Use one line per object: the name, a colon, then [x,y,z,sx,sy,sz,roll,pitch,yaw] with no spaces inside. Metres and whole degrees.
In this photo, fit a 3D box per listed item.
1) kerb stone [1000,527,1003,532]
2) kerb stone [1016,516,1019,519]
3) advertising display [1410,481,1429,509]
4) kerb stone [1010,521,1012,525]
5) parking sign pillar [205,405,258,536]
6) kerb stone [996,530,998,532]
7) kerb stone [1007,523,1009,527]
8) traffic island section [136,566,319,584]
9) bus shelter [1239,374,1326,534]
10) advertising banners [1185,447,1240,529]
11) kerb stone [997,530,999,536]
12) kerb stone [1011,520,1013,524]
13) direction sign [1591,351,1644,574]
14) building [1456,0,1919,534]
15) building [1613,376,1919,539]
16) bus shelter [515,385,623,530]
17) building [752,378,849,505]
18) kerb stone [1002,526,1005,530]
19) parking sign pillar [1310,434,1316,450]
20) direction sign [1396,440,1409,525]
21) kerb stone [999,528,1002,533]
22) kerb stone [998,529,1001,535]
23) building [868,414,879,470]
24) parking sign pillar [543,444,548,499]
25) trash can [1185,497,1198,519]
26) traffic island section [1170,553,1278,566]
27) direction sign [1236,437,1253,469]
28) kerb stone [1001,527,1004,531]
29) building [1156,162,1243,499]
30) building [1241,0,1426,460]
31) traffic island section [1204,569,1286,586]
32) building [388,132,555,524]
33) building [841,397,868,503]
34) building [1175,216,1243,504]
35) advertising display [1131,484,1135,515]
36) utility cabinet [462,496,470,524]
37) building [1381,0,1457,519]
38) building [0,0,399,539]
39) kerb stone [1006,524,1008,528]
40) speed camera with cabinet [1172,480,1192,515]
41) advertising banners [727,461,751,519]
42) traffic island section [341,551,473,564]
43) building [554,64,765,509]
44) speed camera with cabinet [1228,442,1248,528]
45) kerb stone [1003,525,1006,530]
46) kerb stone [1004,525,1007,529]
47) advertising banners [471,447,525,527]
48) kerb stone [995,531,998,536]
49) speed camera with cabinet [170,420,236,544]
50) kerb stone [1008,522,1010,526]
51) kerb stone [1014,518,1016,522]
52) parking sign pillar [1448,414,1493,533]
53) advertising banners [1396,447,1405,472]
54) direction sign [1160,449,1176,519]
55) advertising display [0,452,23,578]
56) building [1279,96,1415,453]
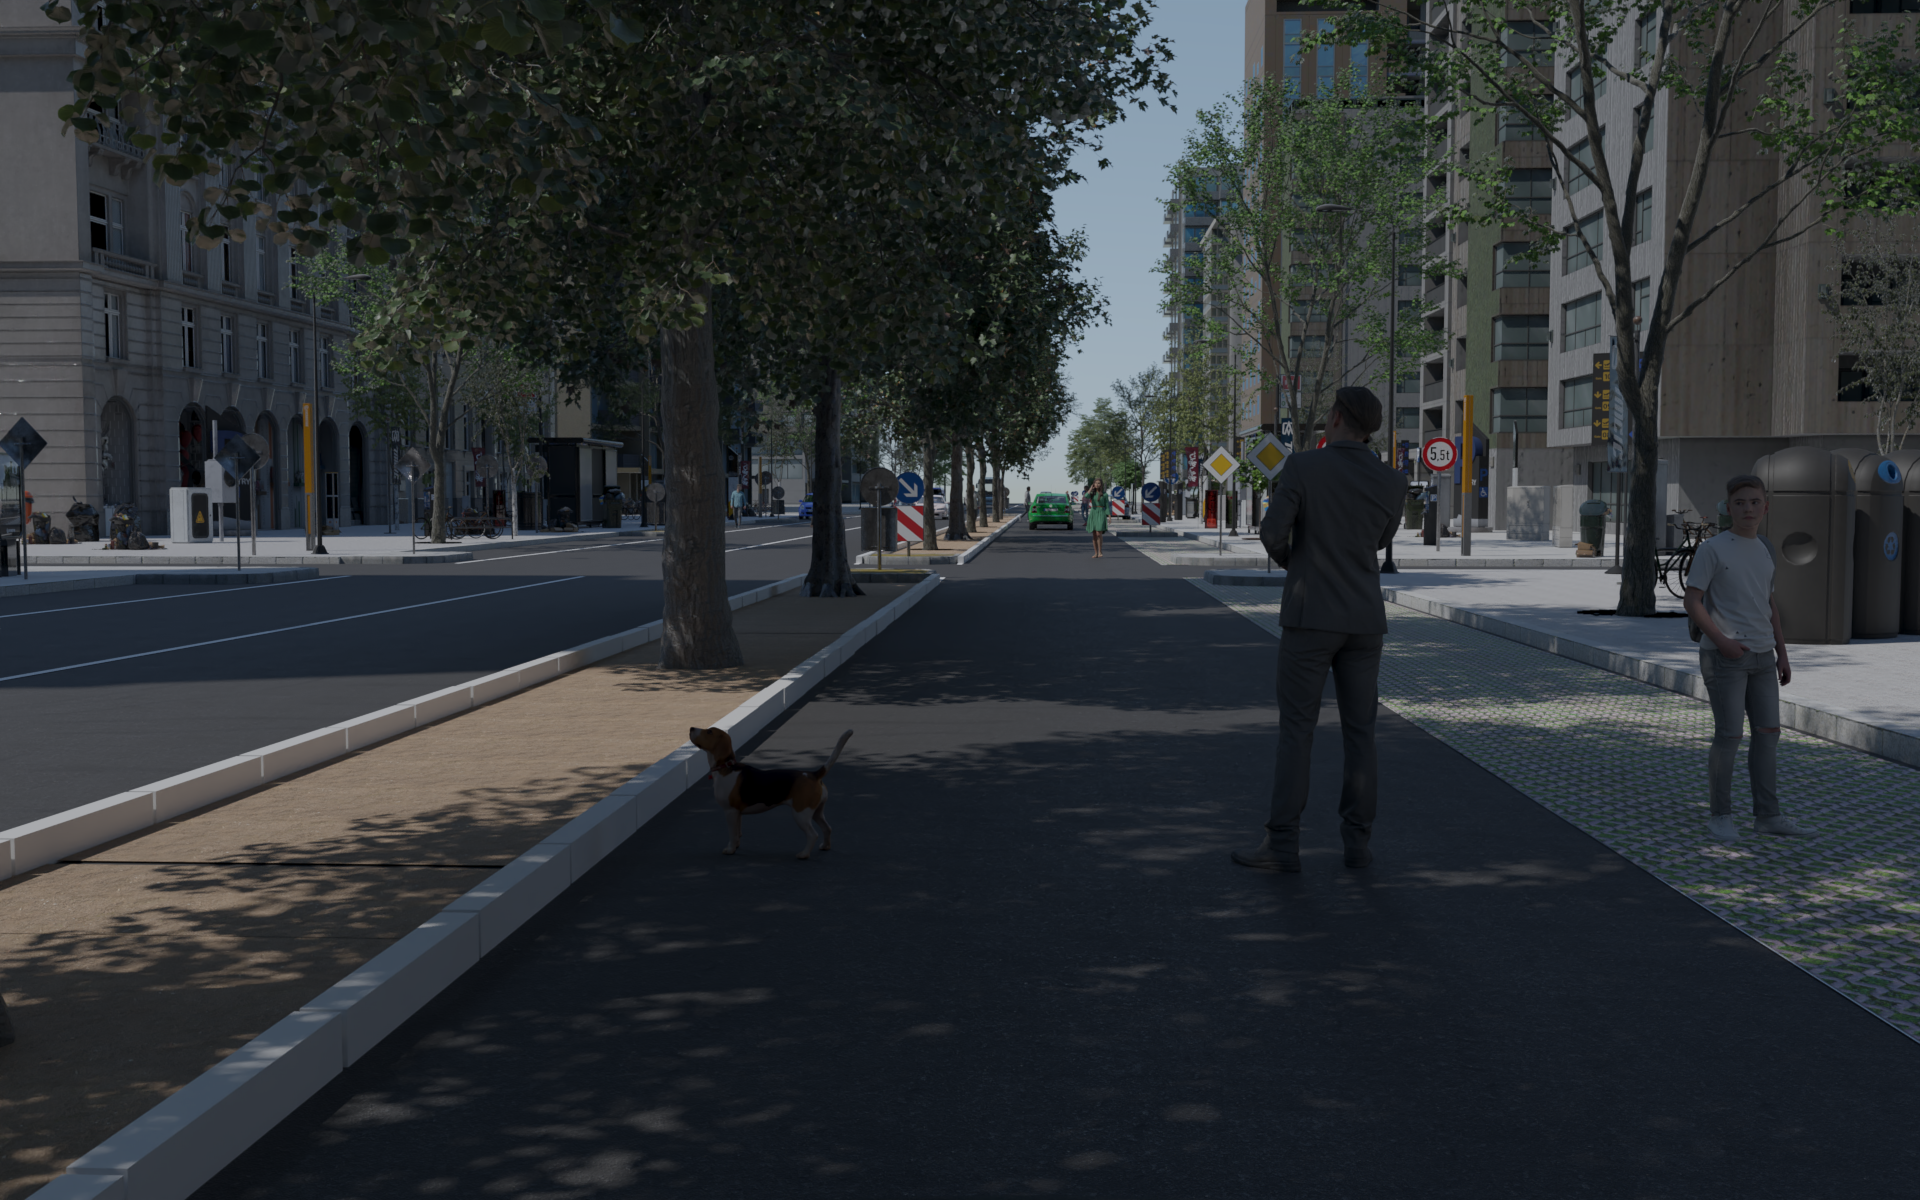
kerb stone: [1.363,-2.417,61.713,0.120,0.150,1.000,0,4,3]
kerb stone: [2.891,-4.231,91.369,0.120,0.150,1.000,0,4,3]
advertising display: [22.072,-4.771,83.226,0.974,1.923,0.123,3,5,43]
kerb stone: [2.099,-3.292,76.027,0.120,0.150,1.000,0,4,3]
parking sign pillar: [-22.376,-3.955,53.137,1.447,3.967,1.447,3,5,44]
kerb stone: [1.096,-2.103,56.577,0.120,0.150,1.000,0,4,3]
kerb stone: [1.836,-2.980,70.918,0.120,0.150,1.000,0,4,3]
traffic island section: [-12.084,-0.410,28.987,2.009,0.180,2.903,0,4,3]
bus shelter: [10.224,-4.768,55.594,2.179,5.291,8.768,0,4,3]
advertising banners: [9.337,-4.153,64.094,2.074,3.025,0.090,0,4,-1]
kerb stone: [1.152,-2.158,57.602,0.120,0.150,1.000,0,4,3]
kerb stone: [2.201,-3.418,78.072,0.120,0.150,1.000,0,4,3]
direction sign: [10.557,-2.185,27.727,0.876,3.537,0.379,2,4,32]
building: [26.179,-18.028,66.452,14.160,30.474,14.107,0,4,3]
building: [26.532,-17.095,51.205,14.107,30.474,14.160,0,4,3]
bus shelter: [-14.820,-5.358,65.238,2.179,5.291,8.768,0,4,3]
building: [-29.151,-38.619,220.662,28.713,52.752,27.495,0,4,3]
kerb stone: [1.475,-2.540,63.770,0.120,0.150,1.000,0,4,3]
parking sign pillar: [15.349,-5.465,77.832,1.447,3.967,1.447,1,4,21]
direction sign: [18.381,-4.929,72.590,0.876,3.537,0.379,-1,4,-10]
kerb stone: [1.315,-2.354,60.680,0.120,0.150,1.000,0,4,3]
kerb stone: [1.214,-2.225,58.635,0.120,0.150,1.000,0,4,3]
building: [-19.944,-30.101,263.850,14.160,30.474,14.107,0,4,3]
parking sign pillar: [-21.204,-6.259,90.813,1.447,3.967,1.447,3,4,38]
trash can: [12.076,-4.815,90.376,0.748,1.137,0.748,0,3,0]
traffic island section: [5.445,-0.844,36.078,2.009,0.180,2.903,0,4,3]
direction sign: [11.299,-4.665,68.264,0.876,3.537,0.379,1,4,12]
kerb stone: [1.420,-2.473,62.734,0.120,0.150,1.000,0,4,3]
building: [41.224,-38.764,253.395,23.786,49.044,30.456,0,4,3]
building: [31.167,-30.178,143.521,14.600,45.320,14.200,0,4,3]
traffic island section: [5.035,-0.356,28.104,2.009,0.180,2.903,0,4,3]
building: [-29.020,-17.619,85.330,12.463,27.353,25.104,0,4,3]
building: [-24.844,-38.012,245.201,21.300,48.544,21.600,0,4,3]
building: [44.618,-32.685,226.281,32.217,40.220,23.993,0,4,3]
advertising display: [10.669,-6.230,107.069,0.123,1.923,0.974,0,4,-1]
utility cabinet: [-20.992,-3.816,73.549,0.306,1.237,1.020,-1,4,-14]
building: [34.686,-39.869,90.118,20.563,71.187,20.611,0,4,3]
building: [-30.093,-13.372,60.433,13.314,21.916,24.055,0,4,3]
kerb stone: [1.728,-2.855,68.877,0.120,0.150,1.000,0,4,3]
speed camera with cabinet: [13.603,-6.773,105.069,0.660,3.252,2.038,-3,4,-38]
advertising banners: [-11.951,-5.760,90.370,2.074,3.025,0.090,0,4,-7]
traffic island section: [-11.673,-0.898,36.961,2.009,0.180,2.903,0,4,3]
building: [-29.827,-30.659,155.905,22.147,44.769,28.867,0,4,3]
speed camera with cabinet: [10.942,-4.388,66.077,0.660,3.252,2.038,3,4,38]
kerb stone: [1.576,-2.665,65.811,0.120,0.150,1.000,0,4,3]
kerb stone: [1.632,-2.730,66.831,0.120,0.150,1.000,0,4,3]
advertising banners: [-17.321,-4.220,65.190,2.074,3.025,0.090,-2,4,-26]
kerb stone: [1.049,-2.037,55.556,0.120,0.150,1.000,0,4,3]
speed camera with cabinet: [-19.967,-3.147,45.790,0.660,3.252,2.038,1,4,15]
kerb stone: [1.943,-3.100,72.959,0.120,0.150,1.000,0,4,3]
kerb stone: [2.518,-3.793,84.204,0.120,0.150,1.000,0,4,3]
parking sign pillar: [17.077,-4.243,57.839,1.447,3.967,1.447,-1,4,-22]
advertising banners: [15.952,-4.186,64.634,2.074,3.025,0.090,-3,4,-38]
direction sign: [10.677,-5.871,87.981,0.379,3.537,0.876,-2,4,-33]
advertising display: [-14.849,-1.332,26.985,0.123,1.923,0.974,-1,4,-10]
building: [30.909,-21.905,129.841,14.160,30.474,14.107,0,4,3]
